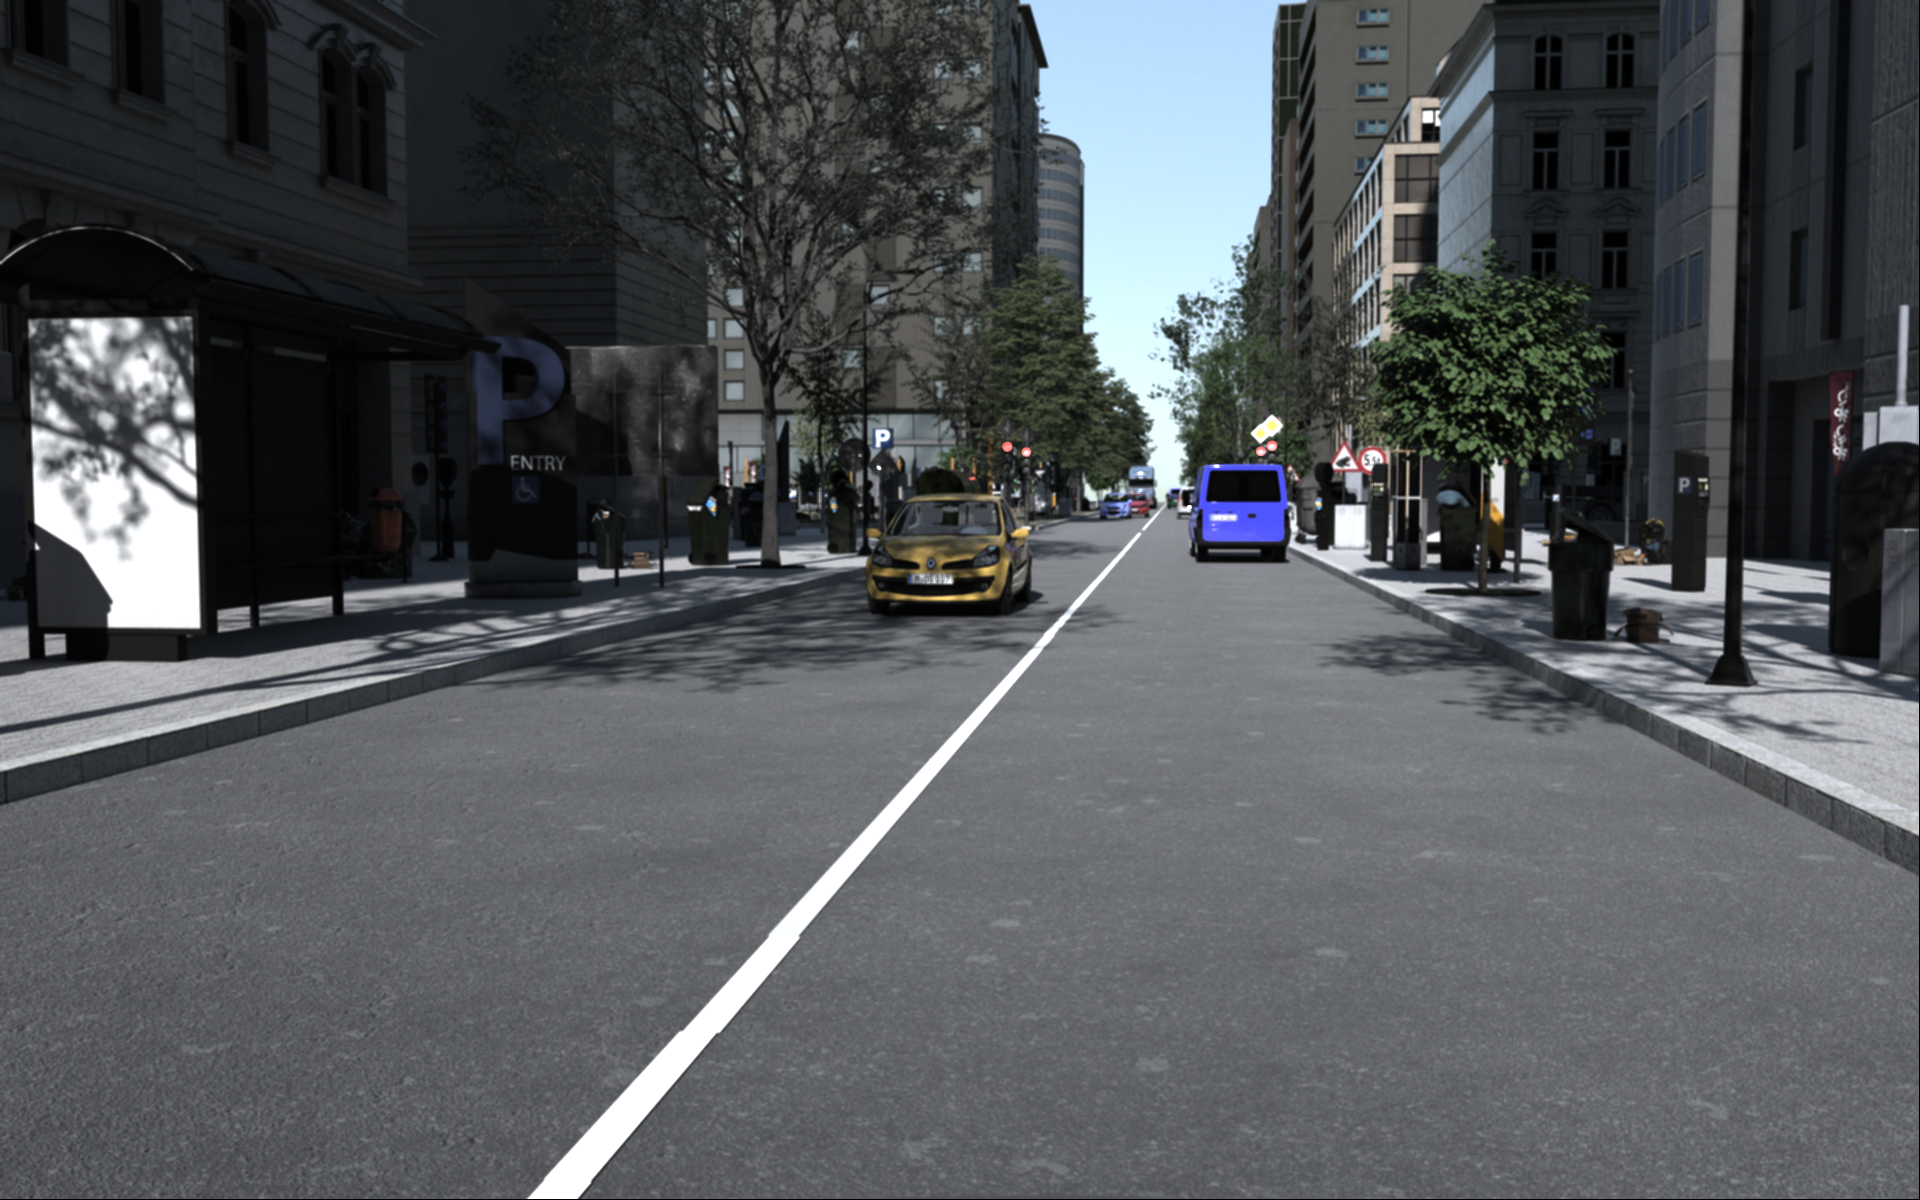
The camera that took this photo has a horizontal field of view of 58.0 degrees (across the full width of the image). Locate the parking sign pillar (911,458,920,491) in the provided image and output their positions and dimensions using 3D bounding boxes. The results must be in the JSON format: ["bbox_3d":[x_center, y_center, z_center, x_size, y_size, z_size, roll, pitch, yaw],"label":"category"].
[{"bbox_3d":[-3.300,-8.589,128.898,1.447,3.967,1.447,-1,4,-12],"label":"parking sign pillar"}]

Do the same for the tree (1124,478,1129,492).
[{"bbox_3d":[24.616,-18.807,257.857,4.360,8.622,3.978,0,3,0],"label":"tree"}]

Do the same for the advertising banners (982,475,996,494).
[{"bbox_3d":[2.114,-9.158,145.927,2.074,3.025,0.090,0,4,-2],"label":"advertising banners"}]

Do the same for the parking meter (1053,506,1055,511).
[{"bbox_3d":[7.099,-7.801,133.256,0.399,1.863,0.255,2,4,35],"label":"parking meter"}]

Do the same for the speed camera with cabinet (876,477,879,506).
[{"bbox_3d":[-6.177,-8.884,139.585,0.660,3.252,2.038,-1,4,-19],"label":"speed camera with cabinet"}]

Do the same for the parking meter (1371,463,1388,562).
[{"bbox_3d":[7.982,-1.666,32.953,0.255,1.863,0.399,2,4,23],"label":"parking meter"}]

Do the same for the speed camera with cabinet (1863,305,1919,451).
[{"bbox_3d":[10.558,-1.447,18.002,2.038,3.252,0.660,2,4,35],"label":"speed camera with cabinet"}]

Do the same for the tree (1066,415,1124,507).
[{"bbox_3d":[10.138,-11.609,140.176,4.360,8.622,3.978,0,3,0],"label":"tree"}]

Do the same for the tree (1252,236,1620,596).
[{"bbox_3d":[6.718,-2.353,22.183,4.285,4.588,4.351,0,3,0],"label":"tree"}]

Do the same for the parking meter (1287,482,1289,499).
[{"bbox_3d":[13.219,-3.986,70.888,0.399,1.863,0.255,3,4,37],"label":"parking meter"}]

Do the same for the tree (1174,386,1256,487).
[{"bbox_3d":[26.923,-16.010,178.765,9.611,12.733,9.660,0,3,0],"label":"tree"}]

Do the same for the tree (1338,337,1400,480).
[{"bbox_3d":[19.712,-8.065,82.225,4.737,8.622,4.395,0,3,0],"label":"tree"}]

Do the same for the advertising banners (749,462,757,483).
[{"bbox_3d":[-10.509,-5.983,94.008,2.074,3.025,0.090,-2,4,-26],"label":"advertising banners"}]

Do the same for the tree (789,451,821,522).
[{"bbox_3d":[-6.774,-5.154,78.871,1.663,3.219,1.824,0,3,0],"label":"tree"}]

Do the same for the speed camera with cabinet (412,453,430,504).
[{"bbox_3d":[-12.607,-2.687,38.269,0.660,3.252,2.038,1,4,23],"label":"speed camera with cabinet"}]

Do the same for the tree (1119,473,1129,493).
[{"bbox_3d":[29.757,-21.243,297.686,4.737,8.622,4.395,0,3,0],"label":"tree"}]

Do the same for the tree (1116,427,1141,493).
[{"bbox_3d":[20.387,-17.593,222.062,7.601,10.594,8.767,0,4,-3],"label":"tree"}]

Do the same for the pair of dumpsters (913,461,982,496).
[{"bbox_3d":[-0.368,-2.890,49.742,1.574,2.255,4.437,0,4,7],"label":"pair of dumpsters"}]

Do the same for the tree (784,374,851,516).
[{"bbox_3d":[-8.310,-9.316,102.676,4.737,8.622,4.395,0,3,0],"label":"tree"}]

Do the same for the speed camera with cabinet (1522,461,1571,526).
[{"bbox_3d":[23.919,-4.675,70.773,0.660,3.252,2.038,-3,5,-45],"label":"speed camera with cabinet"}]

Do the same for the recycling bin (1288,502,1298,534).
[{"bbox_3d":[10.420,-2.621,55.399,0.722,1.027,0.722,0,4,2],"label":"recycling bin"}]

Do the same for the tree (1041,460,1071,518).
[{"bbox_3d":[5.316,-6.109,94.484,1.663,3.219,1.824,0,3,0],"label":"tree"}]

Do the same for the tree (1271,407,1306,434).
[{"bbox_3d":[25.911,-11.523,138.755,4.737,8.622,4.395,0,3,0],"label":"tree"}]

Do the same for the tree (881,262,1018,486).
[{"bbox_3d":[0.086,-6.363,54.391,4.360,8.622,3.978,0,3,0],"label":"tree"}]

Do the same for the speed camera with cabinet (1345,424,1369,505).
[{"bbox_3d":[10.874,-3.310,48.448,0.660,3.252,2.038,2,4,30],"label":"speed camera with cabinet"}]

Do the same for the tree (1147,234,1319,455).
[{"bbox_3d":[20.359,-16.702,128.974,12.611,20.169,13.585,0,3,0],"label":"tree"}]

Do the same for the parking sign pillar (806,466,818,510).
[{"bbox_3d":[-11.581,-8.839,132.983,1.447,3.967,1.447,-3,4,-37],"label":"parking sign pillar"}]

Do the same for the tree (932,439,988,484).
[{"bbox_3d":[0.068,-7.153,100.672,4.285,4.588,4.351,0,3,0],"label":"tree"}]

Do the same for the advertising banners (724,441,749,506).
[{"bbox_3d":[-7.496,-3.791,58.171,0.090,3.025,2.074,1,4,9],"label":"advertising banners"}]

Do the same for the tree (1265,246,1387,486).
[{"bbox_3d":[11.099,-6.242,52.421,4.360,8.622,3.978,0,3,0],"label":"tree"}]

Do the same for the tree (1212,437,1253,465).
[{"bbox_3d":[14.425,-5.753,77.768,4.285,4.588,4.351,0,3,0],"label":"tree"}]

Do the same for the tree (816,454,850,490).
[{"bbox_3d":[-10.270,-9.690,142.138,4.285,4.588,4.351,0,3,0],"label":"tree"}]

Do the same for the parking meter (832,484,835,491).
[{"bbox_3d":[-5.407,-4.283,75.736,0.399,1.863,0.255,-1,4,-11],"label":"parking meter"}]

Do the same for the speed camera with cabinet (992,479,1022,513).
[{"bbox_3d":[3.185,-7.588,118.393,2.038,3.252,0.660,1,4,18],"label":"speed camera with cabinet"}]

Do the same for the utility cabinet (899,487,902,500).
[{"bbox_3d":[-1.992,-2.653,52.053,0.318,1.500,1.173,-1,4,-11],"label":"utility cabinet"}]

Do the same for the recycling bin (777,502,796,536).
[{"bbox_3d":[-5.594,-2.531,53.930,0.722,1.027,0.722,-3,5,-44],"label":"recycling bin"}]

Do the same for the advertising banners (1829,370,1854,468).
[{"bbox_3d":[12.674,-1.700,23.984,0.090,3.025,2.074,-1,4,-9],"label":"advertising banners"}]

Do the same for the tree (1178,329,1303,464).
[{"bbox_3d":[17.417,-11.128,107.706,9.928,11.665,9.643,0,3,0],"label":"tree"}]

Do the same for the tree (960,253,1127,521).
[{"bbox_3d":[3.622,-10.004,81.695,7.486,12.596,7.792,0,3,0],"label":"tree"}]

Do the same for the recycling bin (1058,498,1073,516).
[{"bbox_3d":[6.055,-5.317,99.491,0.722,1.027,0.722,1,4,13],"label":"recycling bin"}]

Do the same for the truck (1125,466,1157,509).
[{"bbox_3d":[18.334,-11.224,173.271,2.967,4.110,18.799,0,4,7],"label":"truck"}]

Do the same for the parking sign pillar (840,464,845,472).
[{"bbox_3d":[-9.084,-8.852,133.196,1.447,3.967,1.447,0,4,-4],"label":"parking sign pillar"}]

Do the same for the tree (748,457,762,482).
[{"bbox_3d":[-14.947,-9.215,134.374,4.285,4.588,4.351,0,3,0],"label":"tree"}]

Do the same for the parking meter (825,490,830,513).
[{"bbox_3d":[-8.552,-6.324,111.814,0.372,1.533,0.369,0,3,0],"label":"parking meter"}]

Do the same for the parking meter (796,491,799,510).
[{"bbox_3d":[-13.385,-8.302,141.450,0.399,1.863,0.255,-1,4,-20],"label":"parking meter"}]

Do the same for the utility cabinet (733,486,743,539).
[{"bbox_3d":[-6.342,-2.503,49.597,0.318,1.500,1.173,0,4,-7],"label":"utility cabinet"}]

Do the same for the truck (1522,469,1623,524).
[{"bbox_3d":[26.499,-4.513,63.551,18.799,4.110,2.967,1,4,9],"label":"truck"}]

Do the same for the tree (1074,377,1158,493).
[{"bbox_3d":[16.588,-17.210,188.040,9.857,13.997,8.962,0,3,0],"label":"tree"}]

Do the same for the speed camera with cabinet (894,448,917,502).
[{"bbox_3d":[-2.372,-4.842,73.501,0.660,3.252,2.038,-1,4,-18],"label":"speed camera with cabinet"}]

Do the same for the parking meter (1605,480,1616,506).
[{"bbox_3d":[27.539,-4.134,73.303,0.399,1.863,0.255,3,5,43],"label":"parking meter"}]

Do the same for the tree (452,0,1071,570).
[{"bbox_3d":[-3.239,-7.284,29.467,12.009,13.543,11.850,0,3,0],"label":"tree"}]

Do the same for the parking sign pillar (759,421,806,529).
[{"bbox_3d":[-6.567,-4.570,63.189,1.447,3.967,1.447,0,4,7],"label":"parking sign pillar"}]

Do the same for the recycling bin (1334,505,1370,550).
[{"bbox_3d":[9.138,-1.701,40.359,0.722,1.027,0.722,1,4,21],"label":"recycling bin"}]

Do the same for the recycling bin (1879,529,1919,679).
[{"bbox_3d":[7.008,0.022,12.188,0.722,1.027,0.722,0,4,2],"label":"recycling bin"}]

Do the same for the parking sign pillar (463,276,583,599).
[{"bbox_3d":[-5.500,-2.034,21.720,1.447,3.967,1.447,-2,4,-25],"label":"parking sign pillar"}]

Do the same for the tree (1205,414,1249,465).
[{"bbox_3d":[23.615,-12.491,154.597,4.737,8.622,4.395,0,3,0],"label":"tree"}]

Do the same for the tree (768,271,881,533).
[{"bbox_3d":[-4.242,-6.484,56.378,4.360,8.622,3.978,0,3,0],"label":"tree"}]

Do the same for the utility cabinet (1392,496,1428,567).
[{"bbox_3d":[7.973,-1.192,30.644,0.306,1.237,1.020,2,4,33],"label":"utility cabinet"}]

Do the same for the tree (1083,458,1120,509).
[{"bbox_3d":[12.372,-10.311,152.294,4.285,4.588,4.351,0,3,0],"label":"tree"}]
